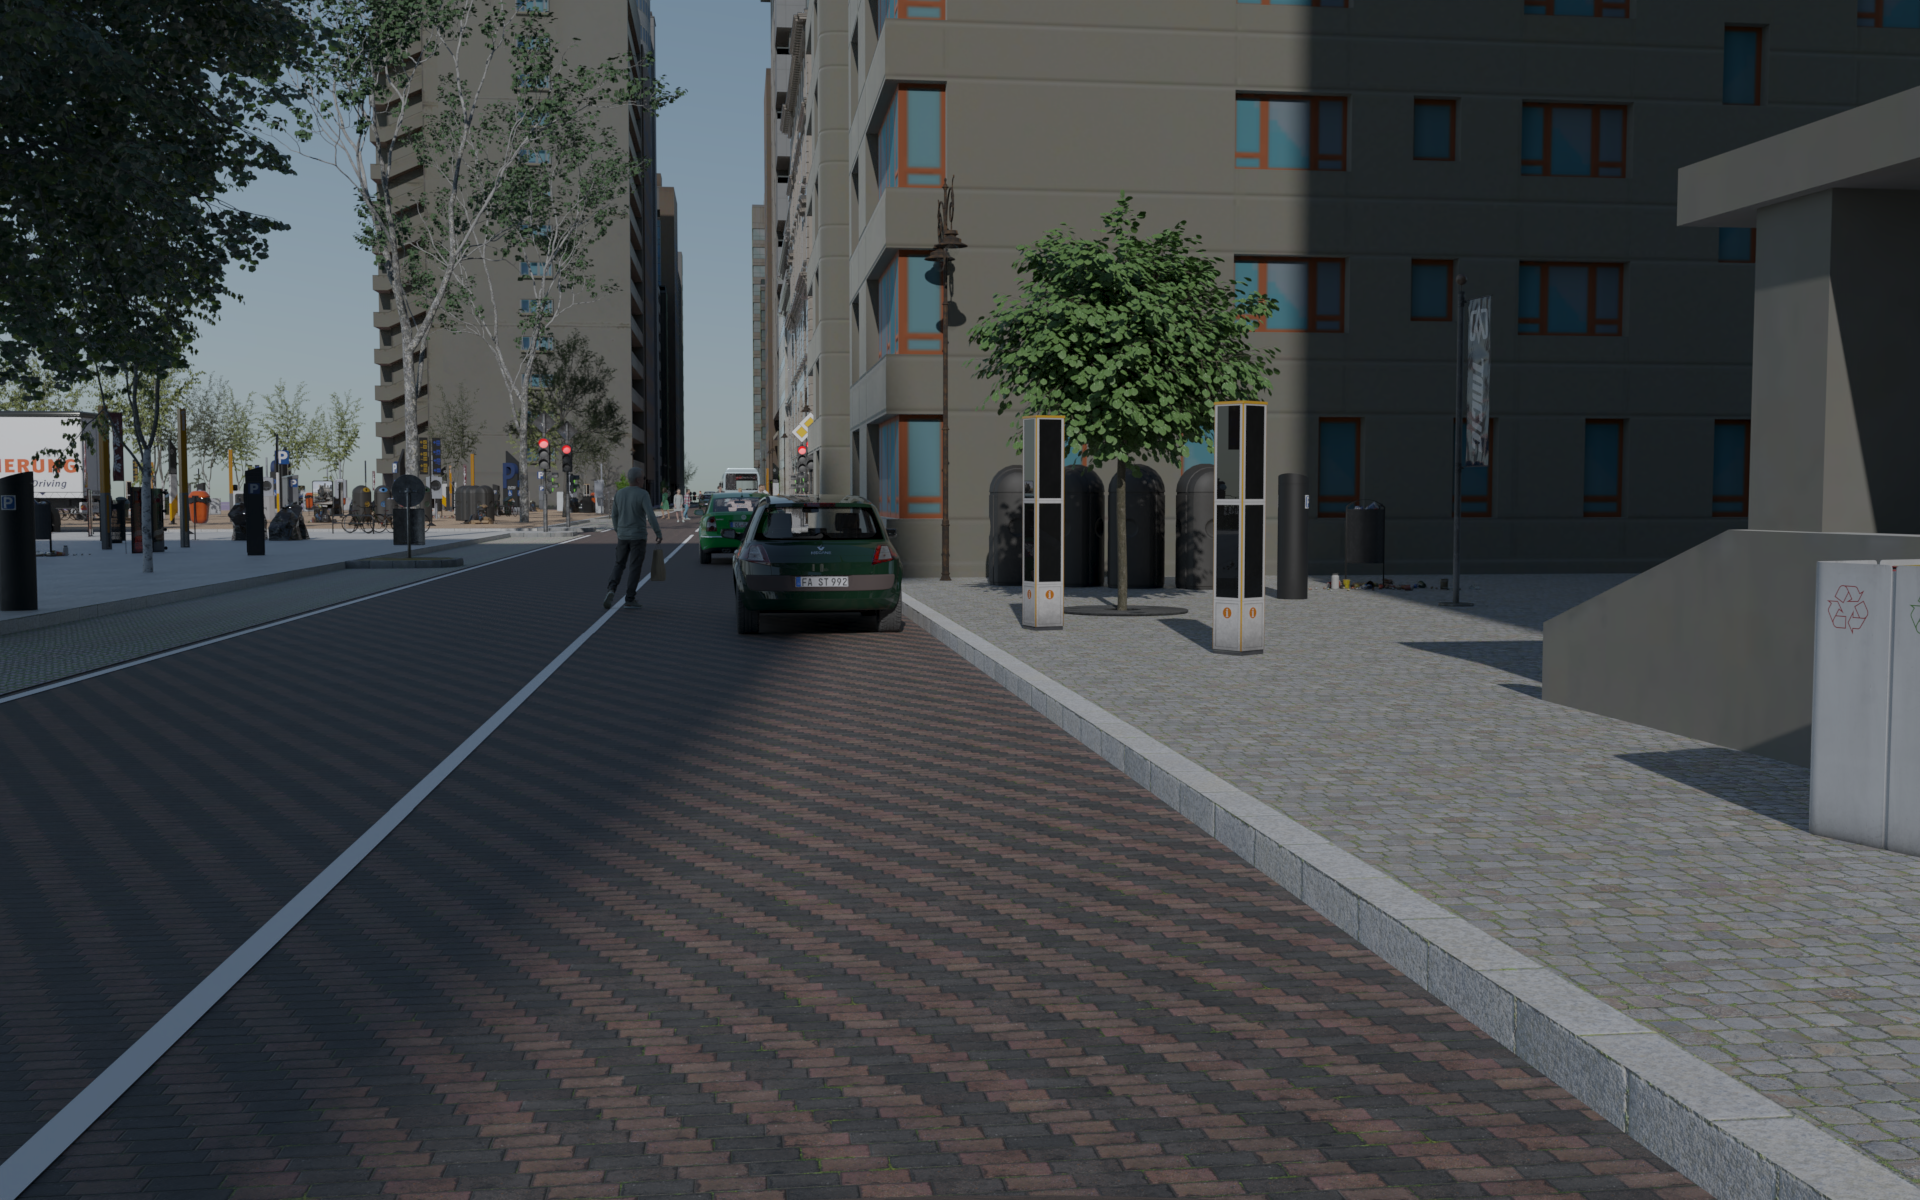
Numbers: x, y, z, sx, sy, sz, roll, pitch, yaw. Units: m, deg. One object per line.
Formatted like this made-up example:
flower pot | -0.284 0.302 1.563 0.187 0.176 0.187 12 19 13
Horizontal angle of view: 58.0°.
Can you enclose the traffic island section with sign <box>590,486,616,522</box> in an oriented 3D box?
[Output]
traffic island section with sign | -17.997 -4.927 89.181 1.989 1.847 2.006 0 4 -7

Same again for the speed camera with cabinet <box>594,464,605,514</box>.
speed camera with cabinet | -23.725 -7.320 114.022 0.660 3.252 2.038 0 4 -8

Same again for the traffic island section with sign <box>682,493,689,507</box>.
traffic island section with sign | -31.259 -11.190 191.591 1.989 1.847 2.006 0 4 -7

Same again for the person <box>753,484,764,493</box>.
person | -8.029 -3.709 69.113 0.622 1.834 0.822 -3 5 -44

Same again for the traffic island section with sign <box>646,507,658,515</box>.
traffic island section with sign | -21.467 -6.562 115.913 1.989 1.847 2.006 0 4 -7

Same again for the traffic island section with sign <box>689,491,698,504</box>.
traffic island section with sign | -38.429 -14.576 246.946 1.989 1.847 2.006 0 4 -7

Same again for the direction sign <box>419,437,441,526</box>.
direction sign | -21.196 -4.730 69.339 0.876 3.537 0.379 -3 4 -37

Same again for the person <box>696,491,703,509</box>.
person | -25.809 -9.930 171.382 0.750 1.759 0.617 -2 4 -34

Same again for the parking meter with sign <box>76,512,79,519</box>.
parking meter with sign | -45.324 -5.688 89.256 0.543 3.016 1.738 -2 4 -24

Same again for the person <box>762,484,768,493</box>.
person | -8.197 -3.883 72.085 0.679 1.850 0.850 3 4 37

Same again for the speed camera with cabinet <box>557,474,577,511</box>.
speed camera with cabinet | -29.334 -8.256 129.323 0.660 3.252 2.038 1 4 18

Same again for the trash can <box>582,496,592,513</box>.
trash can | -24.986 -6.385 116.055 0.748 1.137 0.748 0 3 0

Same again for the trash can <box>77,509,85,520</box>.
trash can | -44.076 -4.612 87.066 0.748 1.137 0.748 0 3 0

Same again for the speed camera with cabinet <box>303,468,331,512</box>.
speed camera with cabinet | -47.053 -8.107 126.889 2.038 3.252 0.660 -2 4 -23

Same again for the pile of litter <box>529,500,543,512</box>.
pile of litter | -30.733 -6.824 125.542 1.176 0.858 1.719 0 4 1

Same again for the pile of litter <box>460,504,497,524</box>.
pile of litter | -20.436 -3.668 73.942 1.719 0.858 1.176 1 4 16

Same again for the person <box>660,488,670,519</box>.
person | -16.805 -5.502 98.710 0.529 1.795 0.600 1 4 9

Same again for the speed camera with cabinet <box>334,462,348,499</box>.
speed camera with cabinet | -37.035 -6.807 105.623 2.038 3.252 0.660 -1 4 -9

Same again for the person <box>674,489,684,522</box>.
person | -14.372 -4.833 88.528 0.512 1.701 0.522 -1 4 -20

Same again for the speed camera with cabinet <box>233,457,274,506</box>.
speed camera with cabinet | -37.876 -6.022 92.790 2.038 3.252 0.660 -1 4 -17

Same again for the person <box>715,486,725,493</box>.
person | -11.712 -4.706 85.244 0.655 1.846 0.447 -3 4 -39

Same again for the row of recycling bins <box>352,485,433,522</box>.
row of recycling bins | -26.356 -4.483 80.408 3.534 1.692 1.069 -1 4 -22

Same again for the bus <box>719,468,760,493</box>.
bus | -16.383 -8.192 128.799 2.948 3.499 13.247 -1 4 -8

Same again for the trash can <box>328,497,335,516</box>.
trash can | -36.173 -5.364 99.361 0.748 1.137 0.748 0 3 0

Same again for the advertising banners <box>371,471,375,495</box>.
advertising banners | -44.673 -8.251 131.087 0.090 3.025 2.074 -3 5 -41

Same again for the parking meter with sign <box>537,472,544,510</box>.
parking meter with sign | -32.354 -8.415 133.851 0.543 3.016 1.738 -1 4 -14

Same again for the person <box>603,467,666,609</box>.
person | -4.039 -0.774 21.633 0.782 1.767 0.515 1 4 22

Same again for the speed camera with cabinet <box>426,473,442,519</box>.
speed camera with cabinet | -27.437 -5.735 88.109 2.038 3.252 0.660 -2 4 -33

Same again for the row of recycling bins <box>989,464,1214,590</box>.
row of recycling bins | 2.060 -1.032 23.978 3.534 1.692 1.069 1 4 21

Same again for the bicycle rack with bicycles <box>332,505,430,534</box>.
bicycle rack with bicycles | -19.256 -2.654 56.767 2.925 0.926 2.852 2 4 27

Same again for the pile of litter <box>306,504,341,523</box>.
pile of litter | -28.524 -3.873 77.289 1.719 0.858 1.176 1 4 22

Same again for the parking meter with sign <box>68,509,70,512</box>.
parking meter with sign | -58.706 -7.292 115.493 0.543 3.016 1.738 1 4 15

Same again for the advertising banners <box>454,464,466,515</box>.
advertising banners | -29.302 -6.446 101.583 0.090 3.025 2.074 -2 4 -35

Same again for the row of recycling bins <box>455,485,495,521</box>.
row of recycling bins | -22.980 -4.573 81.880 1.069 1.692 3.534 -2 4 -35

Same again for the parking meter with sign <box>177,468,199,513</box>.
parking meter with sign | -52.409 -7.395 117.176 1.738 3.016 0.543 -2 4 -30

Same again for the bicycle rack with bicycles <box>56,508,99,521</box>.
bicycle rack with bicycles | -43.114 -4.303 83.730 2.925 0.926 2.852 -1 4 -19

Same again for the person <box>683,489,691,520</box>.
person | -15.402 -5.392 97.493 0.643 1.720 0.563 -2 4 -24

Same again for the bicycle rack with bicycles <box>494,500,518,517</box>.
bicycle rack with bicycles | -26.636 -5.184 98.135 2.852 0.926 2.925 -2 4 -34

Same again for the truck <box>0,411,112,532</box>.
truck | -35.309 -4.298 59.183 11.283 4.237 2.839 0 4 -5

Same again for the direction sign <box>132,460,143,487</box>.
direction sign | -53.835 -7.443 113.688 0.876 3.537 0.379 0 4 1

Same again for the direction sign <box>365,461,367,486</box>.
direction sign | -40.220 -7.660 117.239 0.379 3.537 0.876 -2 4 -24

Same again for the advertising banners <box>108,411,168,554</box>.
advertising banners | -17.796 -2.525 37.479 0.090 3.025 2.074 0 4 6

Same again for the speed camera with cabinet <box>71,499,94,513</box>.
speed camera with cabinet | -54.114 -6.902 107.177 0.660 3.252 2.038 1 4 12

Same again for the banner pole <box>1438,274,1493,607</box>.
banner pole | 5.757 -1.807 19.568 0.401 3.779 0.863 -1 4 -14

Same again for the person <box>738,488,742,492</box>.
person | -12.743 -5.607 100.533 0.624 1.780 0.694 2 4 32

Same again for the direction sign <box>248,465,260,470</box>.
direction sign | -54.634 -8.687 134.036 0.876 3.537 0.379 -1 4 -8

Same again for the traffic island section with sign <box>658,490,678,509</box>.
traffic island section with sign | -27.800 -9.555 164.858 1.989 1.847 2.006 0 4 -7

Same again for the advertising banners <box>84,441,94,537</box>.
advertising banners | -26.238 -3.421 52.125 0.090 3.025 2.074 -1 4 -22

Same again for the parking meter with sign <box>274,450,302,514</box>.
parking meter with sign | -26.549 -4.426 68.622 0.543 3.016 1.738 -3 5 -41

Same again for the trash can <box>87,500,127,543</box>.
trash can | -22.107 -2.050 45.167 0.748 1.137 0.748 0 3 0

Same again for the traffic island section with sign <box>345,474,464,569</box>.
traffic island section with sign | -10.866 -1.555 34.048 1.989 1.847 2.006 0 4 -7

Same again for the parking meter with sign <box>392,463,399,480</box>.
parking meter with sign | -31.235 -6.239 98.273 1.738 3.016 0.543 -3 5 -45

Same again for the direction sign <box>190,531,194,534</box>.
direction sign | -24.726 -3.874 55.341 0.379 3.537 0.876 -2 4 -28
